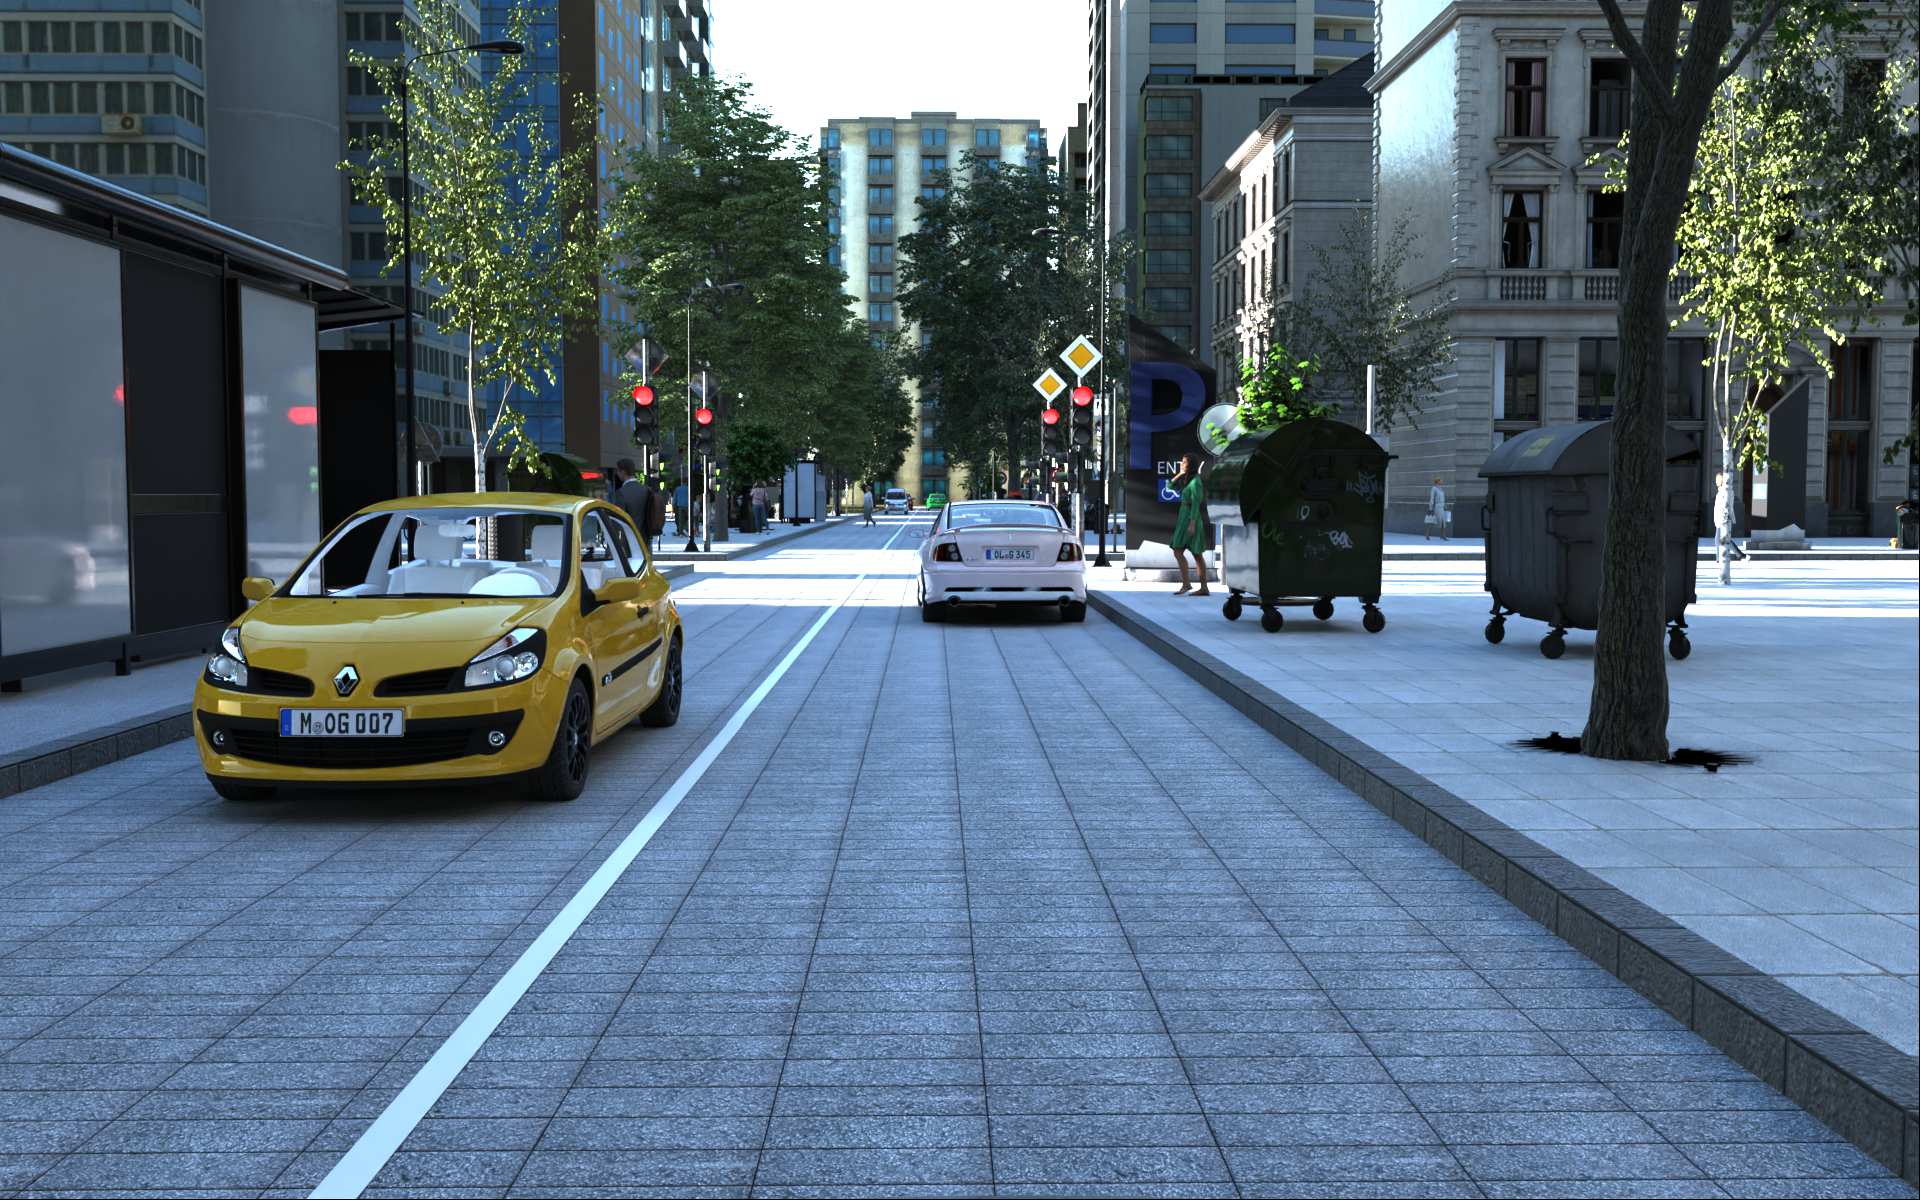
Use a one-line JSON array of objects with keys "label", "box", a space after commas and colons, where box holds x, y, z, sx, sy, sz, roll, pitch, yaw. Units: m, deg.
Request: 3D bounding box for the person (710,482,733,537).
[{"label": "person", "box": [-7.072, -2.716, 51.280, 0.643, 1.720, 0.563, 2, 4, 27]}]

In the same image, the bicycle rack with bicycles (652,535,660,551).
[{"label": "bicycle rack with bicycles", "box": [-8.121, -1.547, 38.680, 2.852, 0.926, 2.925, 1, 4, 19]}]

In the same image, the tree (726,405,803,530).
[{"label": "tree", "box": [-7.413, -4.768, 61.678, 4.285, 4.588, 4.351, 0, 3, 0]}]

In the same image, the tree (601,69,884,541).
[{"label": "tree", "box": [-6.192, -7.881, 46.984, 7.486, 12.596, 7.792, 0, 3, 0]}]

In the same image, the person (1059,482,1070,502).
[{"label": "person", "box": [4.451, -4.179, 74.348, 0.573, 1.828, 0.580, -3, 5, -44]}]

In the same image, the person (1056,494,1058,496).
[{"label": "person", "box": [9.739, -10.684, 180.656, 1.348, 1.831, 0.705, -1, 4, -18]}]

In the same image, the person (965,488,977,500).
[{"label": "person", "box": [0.906, -8.611, 146.847, 1.348, 1.821, 0.705, 2, 4, 35]}]

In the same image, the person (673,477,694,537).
[{"label": "person", "box": [-8.151, -2.733, 51.073, 0.601, 1.785, 0.444, 1, 4, 11]}]

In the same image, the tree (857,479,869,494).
[{"label": "tree", "box": [-9.135, -10.791, 171.029, 1.663, 3.219, 1.824, 0, 3, 0]}]

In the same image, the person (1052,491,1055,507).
[{"label": "person", "box": [4.965, -5.392, 94.552, 0.624, 1.780, 0.694, -1, 4, -13]}]

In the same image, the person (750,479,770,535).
[{"label": "person", "box": [-6.267, -2.937, 54.657, 0.593, 1.750, 0.643, -2, 4, -26]}]

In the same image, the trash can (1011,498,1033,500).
[{"label": "trash can", "box": [2.121, -2.914, 59.299, 0.748, 1.137, 0.748, 0, 3, 0]}]

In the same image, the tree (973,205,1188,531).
[{"label": "tree", "box": [2.780, -5.740, 44.214, 4.360, 8.622, 3.978, 0, 3, 0]}]

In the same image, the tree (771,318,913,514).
[{"label": "tree", "box": [-7.842, -11.858, 110.886, 9.611, 12.733, 9.660, 0, 3, 0]}]

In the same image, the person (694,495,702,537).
[{"label": "person", "box": [-7.869, -2.514, 51.832, 0.352, 1.250, 0.332, 1, 4, 14]}]

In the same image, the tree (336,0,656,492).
[{"label": "tree", "box": [-6.818, -4.585, 25.328, 4.737, 8.622, 4.395, 0, 3, 0]}]

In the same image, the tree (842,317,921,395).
[{"label": "tree", "box": [-10.894, -19.774, 179.188, 12.611, 20.169, 13.585, 0, 3, 0]}]

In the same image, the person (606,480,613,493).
[{"label": "person", "box": [-13.541, -3.666, 65.965, 0.580, 1.828, 0.573, -2, 4, -30]}]

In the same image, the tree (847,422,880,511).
[{"label": "tree", "box": [-7.971, -11.110, 132.012, 4.360, 8.622, 3.978, 0, 3, 0]}]

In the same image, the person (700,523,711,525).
[{"label": "person", "box": [-10.341, -3.967, 70.995, 0.635, 1.810, 0.391, 0, 4, 3]}]

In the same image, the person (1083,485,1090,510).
[{"label": "person", "box": [7.528, -6.006, 104.223, 0.713, 1.824, 0.794, 1, 4, 23]}]

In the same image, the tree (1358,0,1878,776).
[{"label": "tree", "box": [3.419, -5.034, 8.067, 9.928, 11.665, 9.643, 0, 3, 0]}]

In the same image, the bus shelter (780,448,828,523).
[{"label": "bus shelter", "box": [-7.103, -5.141, 77.981, 2.014, 3.302, 5.546, 0, 4, -1]}]

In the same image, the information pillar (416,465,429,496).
[{"label": "information pillar", "box": [-12.188, -2.121, 39.164, 0.304, 2.012, 0.304, -2, 4, -35]}]

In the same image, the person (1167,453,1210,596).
[{"label": "person", "box": [2.907, -0.943, 21.715, 0.529, 1.795, 0.600, -1, 4, -13]}]

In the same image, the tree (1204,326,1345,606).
[{"label": "tree", "box": [3.586, -1.563, 20.158, 1.663, 3.219, 1.824, 0, 3, 0]}]

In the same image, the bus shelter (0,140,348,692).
[{"label": "bus shelter", "box": [-6.675, -2.079, 11.631, 2.179, 5.291, 8.768, 0, 4, -1]}]

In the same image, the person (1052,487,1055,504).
[{"label": "person", "box": [6.828, -7.418, 127.282, 0.705, 1.831, 1.348, 0, 4, 5]}]

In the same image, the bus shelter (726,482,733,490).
[{"label": "bus shelter", "box": [-9.755, -5.263, 79.977, 2.014, 3.302, 5.546, 0, 4, -1]}]

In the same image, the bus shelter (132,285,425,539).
[{"label": "bus shelter", "box": [-7.737, -1.723, 19.456, 1.731, 3.624, 6.357, 0, 4, -1]}]

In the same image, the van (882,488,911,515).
[{"label": "van", "box": [-4.469, -6.997, 121.414, 2.013, 2.044, 4.112, 0, 4, -2]}]

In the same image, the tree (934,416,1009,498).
[{"label": "tree", "box": [1.389, -13.520, 155.469, 7.601, 10.594, 8.767, 1, 4, 16]}]

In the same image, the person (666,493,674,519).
[{"label": "person", "box": [-14.302, -5.032, 88.530, 1.509, 1.804, 0.699, -2, 4, -26]}]

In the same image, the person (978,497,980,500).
[{"label": "person", "box": [1.601, -7.062, 124.736, 0.421, 1.427, 0.697, -2, 4, -29]}]

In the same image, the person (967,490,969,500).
[{"label": "person", "box": [0.812, -10.251, 174.089, 0.568, 1.767, 0.683, 2, 4, 34]}]

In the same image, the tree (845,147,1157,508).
[{"label": "tree", "box": [2.153, -9.625, 64.022, 9.857, 13.997, 8.962, 0, 3, 0]}]

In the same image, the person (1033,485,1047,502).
[{"label": "person", "box": [2.743, -3.135, 57.420, 0.709, 1.813, 0.853, -3, 5, -41]}]

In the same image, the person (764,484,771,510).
[{"label": "person", "box": [-9.674, -4.834, 85.257, 0.728, 1.800, 0.709, 3, 5, 40]}]

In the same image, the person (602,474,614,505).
[{"label": "person", "box": [-9.442, -2.447, 46.076, 0.581, 1.822, 0.654, -1, 4, -21]}]

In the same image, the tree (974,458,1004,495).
[{"label": "tree", "box": [1.798, -5.949, 91.860, 1.663, 3.219, 1.824, 0, 3, 0]}]

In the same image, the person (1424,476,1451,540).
[{"label": "person", "box": [13.216, -2.542, 47.961, 0.694, 1.780, 0.624, -2, 4, -32]}]
